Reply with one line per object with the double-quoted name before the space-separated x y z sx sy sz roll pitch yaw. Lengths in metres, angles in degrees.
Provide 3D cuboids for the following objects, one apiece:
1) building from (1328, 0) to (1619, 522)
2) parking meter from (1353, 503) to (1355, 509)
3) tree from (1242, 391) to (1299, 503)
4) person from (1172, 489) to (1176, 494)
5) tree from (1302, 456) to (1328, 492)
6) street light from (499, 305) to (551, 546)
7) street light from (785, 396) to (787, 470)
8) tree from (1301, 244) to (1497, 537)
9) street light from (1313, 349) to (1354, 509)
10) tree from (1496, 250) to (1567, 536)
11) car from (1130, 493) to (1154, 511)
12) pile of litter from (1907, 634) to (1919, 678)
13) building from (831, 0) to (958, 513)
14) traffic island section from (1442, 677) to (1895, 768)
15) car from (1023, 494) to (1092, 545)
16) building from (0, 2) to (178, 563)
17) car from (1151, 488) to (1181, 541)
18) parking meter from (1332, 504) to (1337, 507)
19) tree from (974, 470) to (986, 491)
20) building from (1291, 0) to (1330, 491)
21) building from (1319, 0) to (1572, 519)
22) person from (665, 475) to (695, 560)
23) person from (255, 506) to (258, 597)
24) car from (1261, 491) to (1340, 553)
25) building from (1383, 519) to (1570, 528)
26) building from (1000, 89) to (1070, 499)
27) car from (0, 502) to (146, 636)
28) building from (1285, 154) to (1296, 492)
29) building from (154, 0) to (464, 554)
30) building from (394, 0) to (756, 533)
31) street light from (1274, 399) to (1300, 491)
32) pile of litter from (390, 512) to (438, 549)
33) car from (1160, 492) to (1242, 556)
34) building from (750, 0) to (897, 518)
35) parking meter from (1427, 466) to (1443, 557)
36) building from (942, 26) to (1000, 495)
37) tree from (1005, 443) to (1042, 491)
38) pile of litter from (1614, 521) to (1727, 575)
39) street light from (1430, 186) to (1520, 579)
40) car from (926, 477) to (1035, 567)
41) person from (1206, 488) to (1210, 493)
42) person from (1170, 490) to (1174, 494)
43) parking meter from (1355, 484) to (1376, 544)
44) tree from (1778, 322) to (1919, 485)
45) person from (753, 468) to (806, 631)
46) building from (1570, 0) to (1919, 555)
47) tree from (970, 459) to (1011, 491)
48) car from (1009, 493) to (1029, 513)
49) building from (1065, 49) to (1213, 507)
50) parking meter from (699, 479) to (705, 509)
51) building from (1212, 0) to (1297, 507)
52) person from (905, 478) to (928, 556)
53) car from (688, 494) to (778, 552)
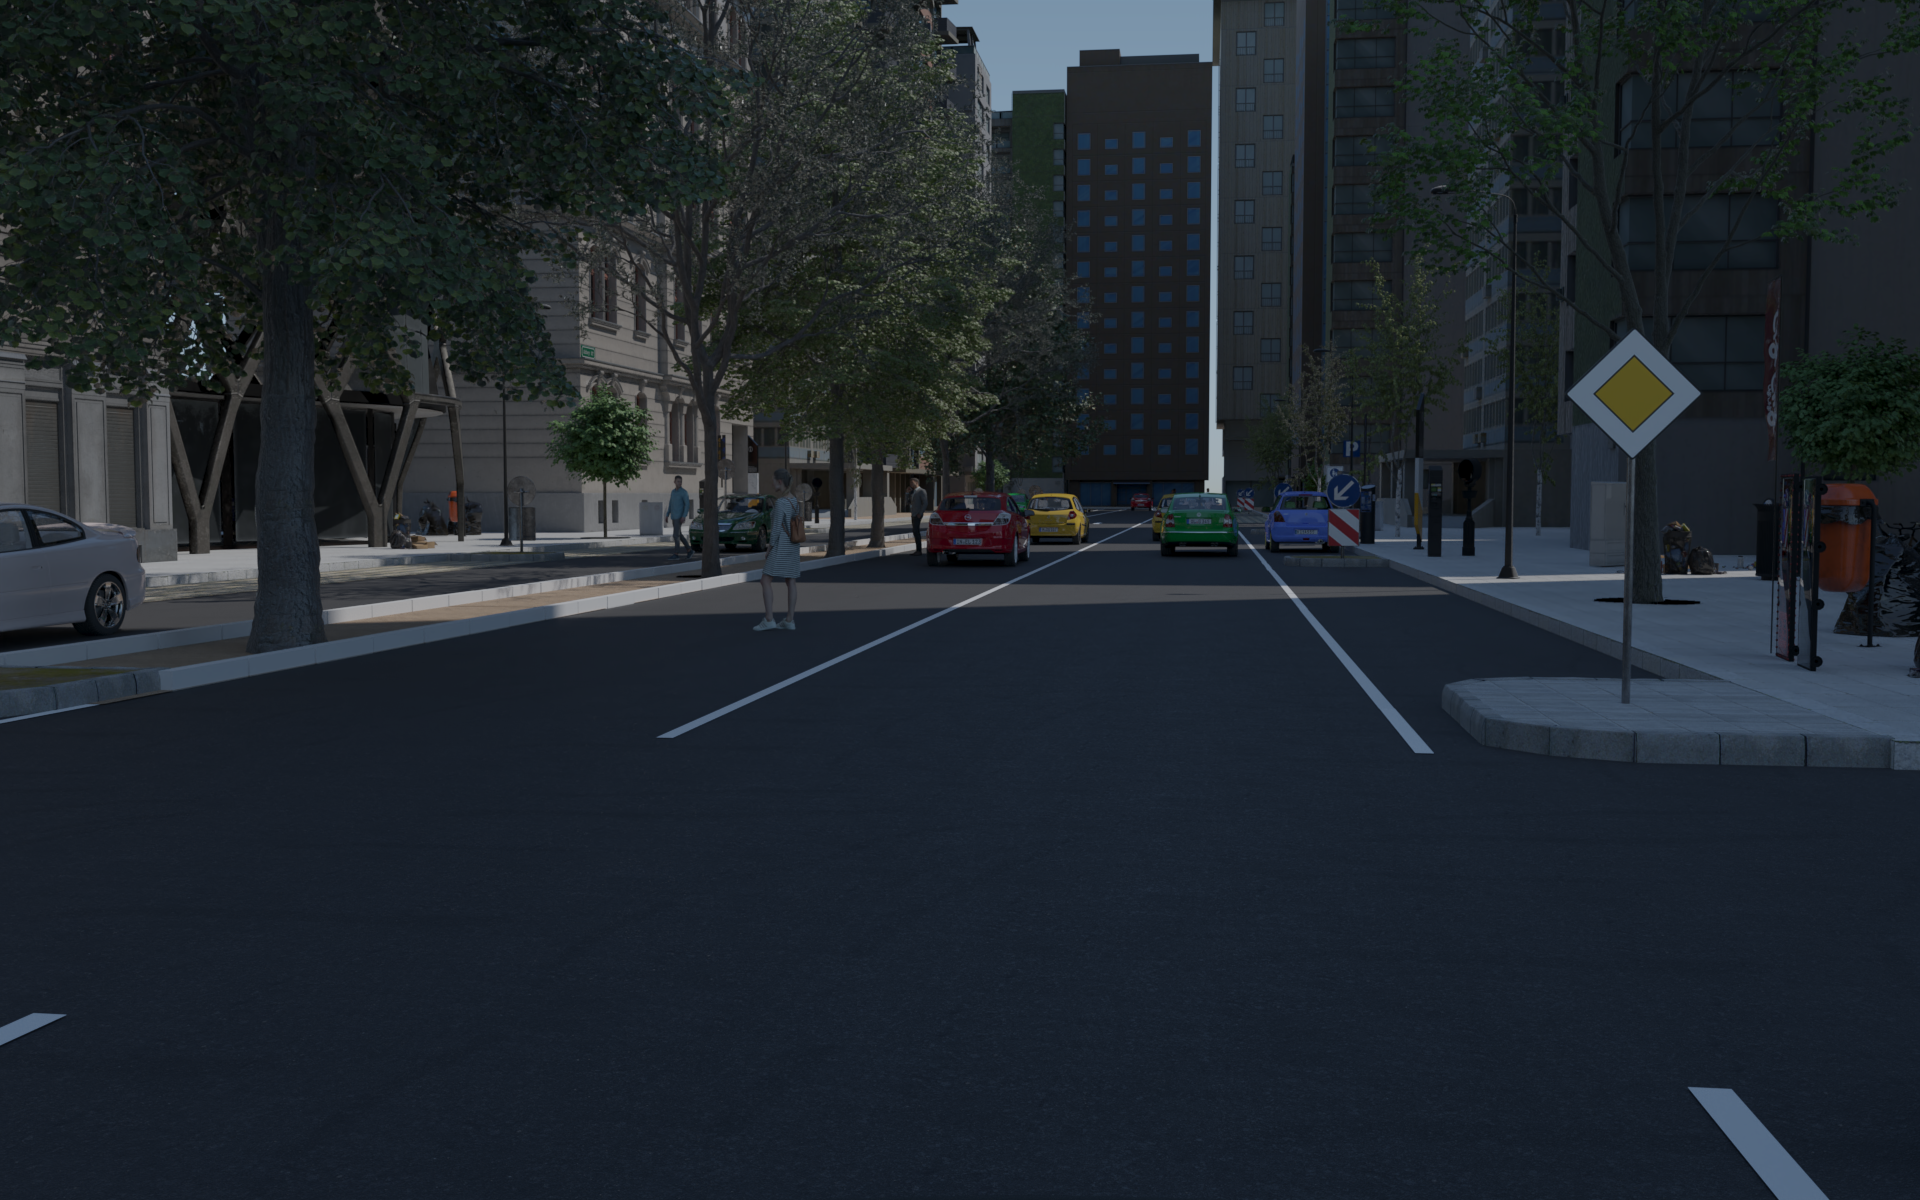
"building" 27.639 -19.923 97.436 14.160 30.474 14.107 0 4 8
"parking meter" 13.746 -3.137 59.697 0.372 1.533 0.369 0 3 0
"tree" 23.025 -10.776 126.550 4.737 8.622 4.395 0 3 0
"person" 15.151 -6.951 122.178 0.705 1.821 1.348 -2 4 -25
"tree" 18.080 -5.763 88.834 1.663 3.219 1.824 0 3 0
"street light" -10.709 -4.289 42.664 1.470 5.913 1.316 0 4 8
"street light" -6.632 -6.030 71.137 1.470 5.913 1.316 0 4 8
"tree" 13.176 -6.205 51.814 4.737 8.622 4.395 0 3 0
"street light" 11.994 -5.071 55.459 1.470 5.913 1.316 0 4 8
"tree" 18.119 -6.295 53.285 4.737 8.622 4.395 0 3 0
"car" 15.848 -8.685 151.038 2.155 1.783 4.494 0 4 8
"pile of litter" 7.536 0.109 12.190 1.719 0.858 1.176 1 4 9
"building" -12.100 -28.953 128.010 22.147 44.769 28.867 0 4 8
"traffic island section" 4.100 0.713 10.623 2.009 0.180 2.903 0 4 8
"car" 2.794 -2.458 50.407 2.015 1.641 3.980 1 4 9
"building" -20.912 -10.722 24.452 9.793 20.994 18.267 0 4 8
"car" 6.950 -2.685 54.116 2.015 1.641 3.980 1 4 10
"parking meter" 13.658 -3.320 62.696 0.372 1.533 0.369 0 3 0
"tree" 1.938 -8.747 137.613 1.663 3.219 1.824 0 3 0
"building" 33.328 -29.634 134.634 14.600 45.320 14.200 0 4 8
"building" 39.989 -25.854 114.592 32.217 40.220 23.993 0 4 8
"person" -6.076 -1.799 37.776 0.748 1.841 0.638 -2 4 -35
"person" -9.268 -0.846 23.341 0.512 1.701 0.522 -1 4 -10
"car" 8.589 -2.081 43.614 1.945 1.707 3.694 0 4 7
"building" 34.045 -23.106 69.672 32.217 40.220 23.993 0 4 8
"building" 4.477 -30.328 179.454 14.086 41.232 14.154 0 4 8
"car" -9.708 -0.244 16.358 2.083 1.381 4.827 0 4 7
"building" 35.208 -23.083 149.113 14.160 30.474 14.107 0 4 8
"building" -21.774 -10.761 43.400 16.820 18.784 16.811 0 4 8
"building" -17.043 -17.188 68.418 14.401 28.519 23.554 0 4 8
"street light" 16.051 -6.861 84.717 1.470 5.913 1.316 0 4 8
"pile of litter" -12.926 -1.649 40.923 1.176 0.858 1.719 0 4 1
"car" 5.723 -1.983 41.226 1.959 1.807 4.718 1 4 9
"building" -20.883 -25.094 102.175 32.217 40.220 23.993 0 4 8
"parking meter" 9.713 -1.816 35.406 0.255 1.863 0.399 1 4 11
"building" -4.544 -28.861 155.474 14.086 41.232 14.154 0 4 8
"tree" 5.665 -12.926 161.704 4.360 8.622 3.978 0 3 0
"pile of litter" 11.441 -0.853 27.905 1.719 0.858 1.176 1 4 23
"street light" 7.788 -3.282 26.197 1.470 5.913 1.316 0 4 8
"car" 0.430 -1.637 35.801 2.155 1.783 4.494 0 4 7
"person" 15.477 -6.081 108.023 1.348 1.812 0.705 -2 4 -25
"person" 18.599 -8.737 151.295 1.348 1.831 0.705 0 4 -7
"parking meter" 10.491 -2.211 44.554 0.372 1.533 0.369 0 3 0
"tree" 17.215 -3.026 33.185 4.285 4.588 4.351 0 3 0
"person" -1.867 -0.538 18.302 0.522 1.701 0.512 1 4 18
"building" 21.819 -16.505 41.558 14.160 30.474 14.107 0 4 8
"tree" 2.494 -9.913 145.792 4.285 4.588 4.351 0 3 0
"car" 3.299 -5.830 104.119 1.959 1.807 4.718 0 4 7
"building" 18.518 -32.264 177.623 14.200 45.320 14.600 0 4 8
"parking meter" -9.699 -3.672 65.740 0.255 1.863 0.399 2 4 30
"building" 40.164 -36.226 181.528 27.495 52.752 28.713 0 4 8
"person" -1.027 -1.942 40.436 0.473 1.802 0.592 -1 4 -14
"car" -5.537 -1.999 44.484 2.131 1.459 4.920 1 4 9
